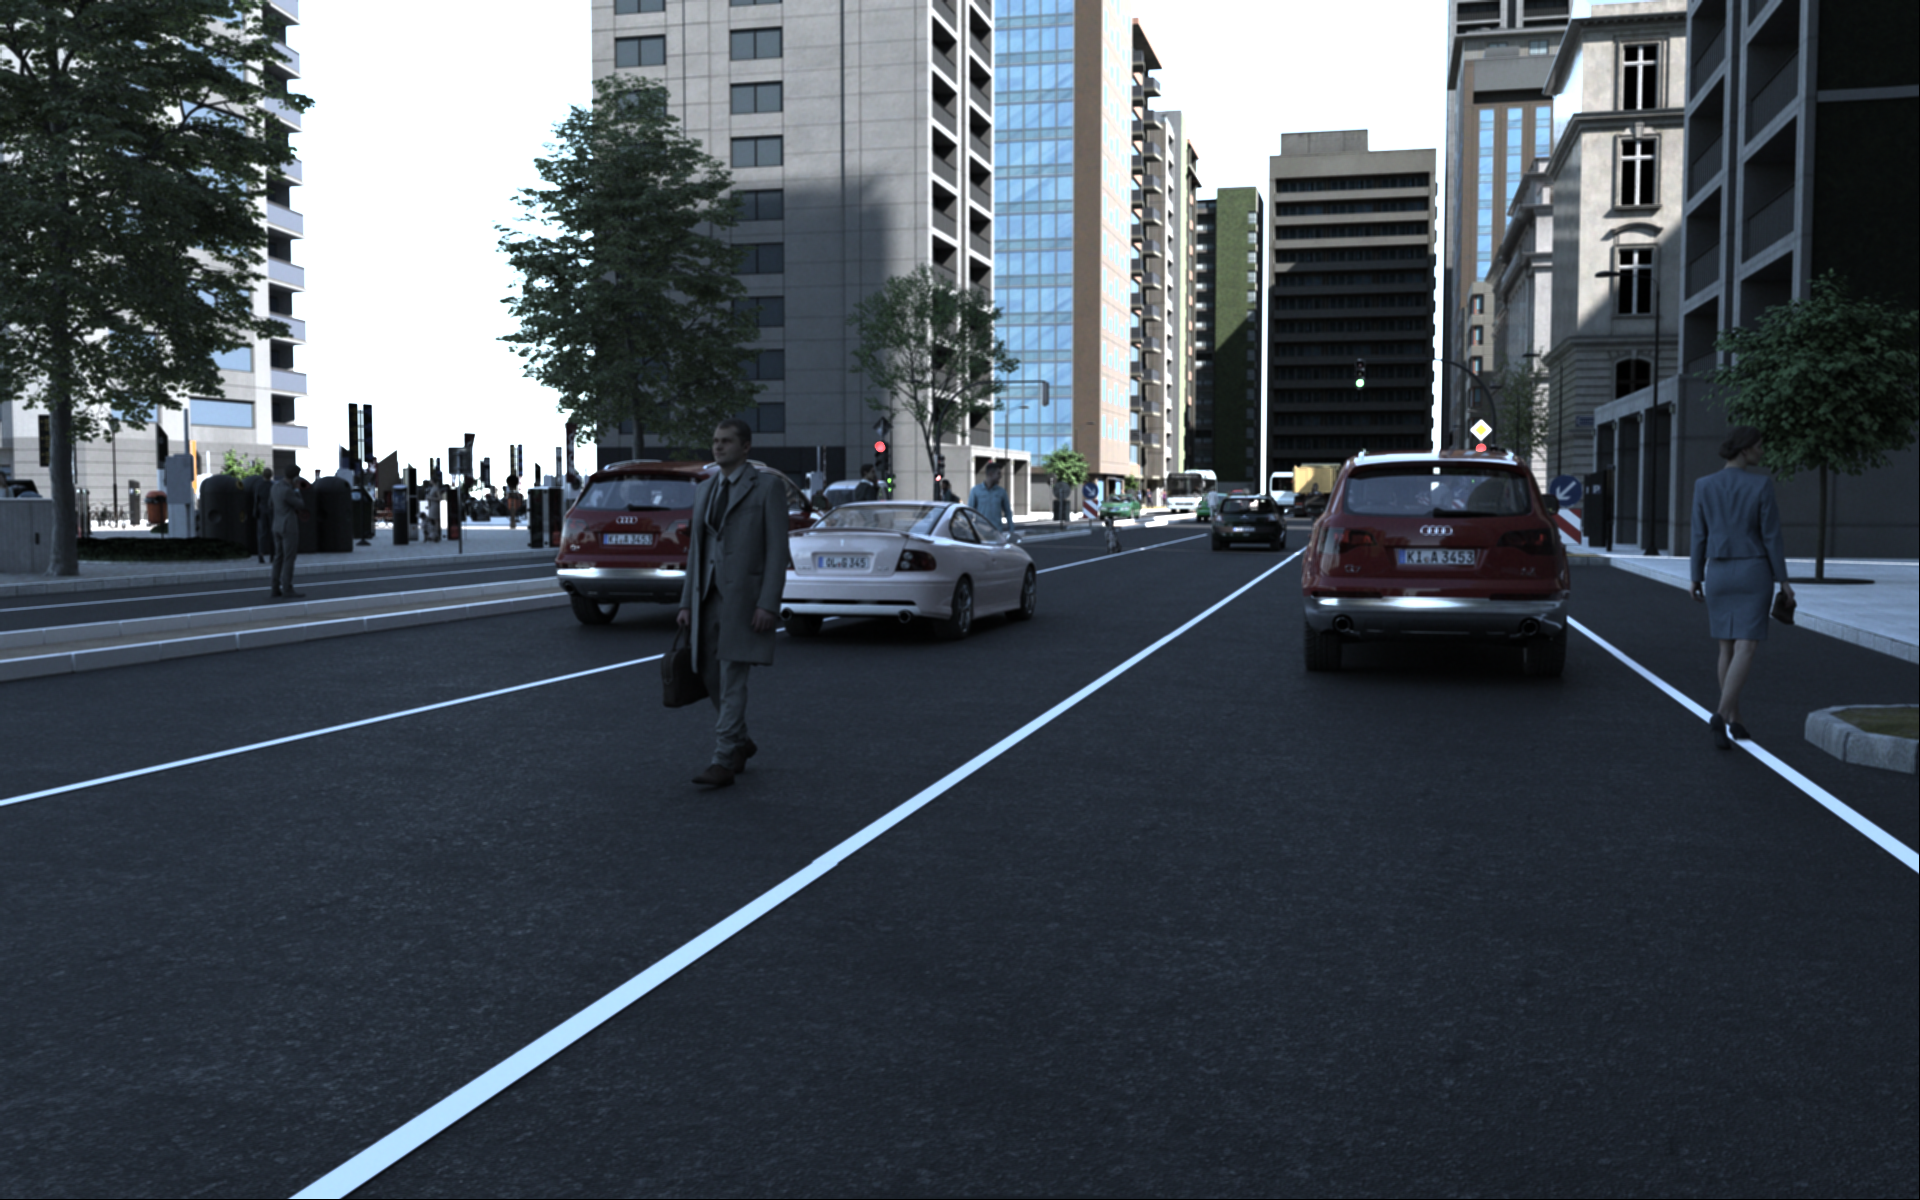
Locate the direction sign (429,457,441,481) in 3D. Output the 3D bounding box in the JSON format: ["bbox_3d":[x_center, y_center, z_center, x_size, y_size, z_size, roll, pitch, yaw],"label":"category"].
[{"bbox_3d":[-31.968,-6.945,105.540,0.876,3.537,0.379,2,4,23],"label":"direction sign"}]

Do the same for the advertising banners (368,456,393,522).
[{"bbox_3d":[-26.426,-5.141,80.240,2.074,3.025,0.090,-2,4,-29],"label":"advertising banners"}]

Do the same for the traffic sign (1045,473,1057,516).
[{"bbox_3d":[5.408,-6.284,102.845,0.768,2.556,0.104,2,4,23],"label":"traffic sign"}]

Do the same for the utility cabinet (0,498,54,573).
[{"bbox_3d":[-15.357,-1.055,28.413,1.020,1.237,0.306,-2,4,-27],"label":"utility cabinet"}]

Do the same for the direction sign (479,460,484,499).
[{"bbox_3d":[-31.246,-7.427,113.425,0.379,3.537,0.876,-3,5,-40],"label":"direction sign"}]

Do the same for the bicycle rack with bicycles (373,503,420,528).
[{"bbox_3d":[-21.990,-3.280,67.013,2.925,0.926,2.852,-2,4,-29],"label":"bicycle rack with bicycles"}]

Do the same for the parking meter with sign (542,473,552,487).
[{"bbox_3d":[-34.609,-9.015,143.662,1.738,3.016,0.543,1,4,22],"label":"parking meter with sign"}]

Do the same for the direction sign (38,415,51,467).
[{"bbox_3d":[-25.865,-3.523,49.603,0.876,3.537,0.379,-1,4,-9],"label":"direction sign"}]

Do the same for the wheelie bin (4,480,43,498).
[{"bbox_3d":[-20.557,-1.835,37.916,0.980,1.594,0.693,0,4,3],"label":"wheelie bin"}]

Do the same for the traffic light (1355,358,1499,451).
[{"bbox_3d":[15.623,-5.091,57.902,4.771,5.953,1.251,1,4,14],"label":"traffic light"}]

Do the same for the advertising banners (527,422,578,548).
[{"bbox_3d":[-9.804,-2.792,41.836,0.090,3.025,2.074,1,4,22],"label":"advertising banners"}]

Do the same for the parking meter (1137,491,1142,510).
[{"bbox_3d":[14.421,-7.999,139.197,0.372,1.533,0.369,0,3,0],"label":"parking meter"}]

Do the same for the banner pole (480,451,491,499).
[{"bbox_3d":[-27.908,-6.833,101.733,0.863,3.779,0.401,-3,5,-43],"label":"banner pole"}]

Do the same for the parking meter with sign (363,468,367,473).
[{"bbox_3d":[-40.197,-7.288,115.426,0.543,3.016,1.738,1,4,18],"label":"parking meter with sign"}]

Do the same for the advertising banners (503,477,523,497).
[{"bbox_3d":[-38.681,-9.396,149.815,2.074,3.025,0.090,1,4,19],"label":"advertising banners"}]

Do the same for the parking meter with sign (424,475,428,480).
[{"bbox_3d":[-47.425,-9.801,156.511,1.738,3.016,0.543,0,4,4],"label":"parking meter with sign"}]

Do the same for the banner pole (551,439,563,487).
[{"bbox_3d":[-18.462,-5.457,79.247,0.401,3.779,0.863,2,4,34],"label":"banner pole"}]

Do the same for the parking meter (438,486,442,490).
[{"bbox_3d":[-39.470,-7.689,131.433,0.255,1.863,0.399,1,4,16],"label":"parking meter"}]

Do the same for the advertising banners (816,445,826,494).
[{"bbox_3d":[-4.887,-3.974,61.162,0.090,3.025,2.074,0,4,4],"label":"advertising banners"}]

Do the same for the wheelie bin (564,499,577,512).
[{"bbox_3d":[-21.484,-5.392,96.067,0.980,1.594,0.693,-1,4,-18],"label":"wheelie bin"}]

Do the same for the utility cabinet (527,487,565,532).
[{"bbox_3d":[-13.687,-2.970,57.243,1.173,1.500,0.318,-2,4,-26],"label":"utility cabinet"}]

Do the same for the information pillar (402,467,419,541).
[{"bbox_3d":[-15.178,-2.650,47.820,0.304,2.012,0.304,3,5,41],"label":"information pillar"}]

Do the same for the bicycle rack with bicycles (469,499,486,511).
[{"bbox_3d":[-32.906,-6.365,117.444,2.925,0.926,2.852,1,4,11],"label":"bicycle rack with bicycles"}]

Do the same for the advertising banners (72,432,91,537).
[{"bbox_3d":[-24.231,-3.147,47.647,0.090,3.025,2.074,-3,4,-38],"label":"advertising banners"}]

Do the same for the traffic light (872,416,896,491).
[{"bbox_3d":[-2.776,-4.504,62.562,0.839,4.253,0.868,1,4,14],"label":"traffic light"}]

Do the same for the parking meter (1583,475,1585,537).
[{"bbox_3d":[18.980,-2.835,52.070,0.255,1.863,0.399,-3,5,-42],"label":"parking meter"}]

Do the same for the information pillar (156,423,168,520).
[{"bbox_3d":[-26.496,-4.049,57.559,0.183,3.616,0.504,1,4,13],"label":"information pillar"}]

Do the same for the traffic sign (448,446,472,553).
[{"bbox_3d":[-10.780,-2.153,37.326,0.606,2.300,0.079,1,4,20],"label":"traffic sign"}]

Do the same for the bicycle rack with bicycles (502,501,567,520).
[{"bbox_3d":[-21.235,-4.463,86.353,2.925,0.926,2.852,-3,4,-38],"label":"bicycle rack with bicycles"}]

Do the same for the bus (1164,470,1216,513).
[{"bbox_3d":[17.470,-8.293,130.458,2.948,3.499,13.247,1,4,13],"label":"bus"}]

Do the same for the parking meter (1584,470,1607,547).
[{"bbox_3d":[15.467,-2.220,42.005,0.399,1.863,0.255,3,5,43],"label":"parking meter"}]

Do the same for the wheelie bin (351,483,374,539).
[{"bbox_3d":[-17.161,-2.555,49.682,0.693,1.594,0.980,-1,4,-17],"label":"wheelie bin"}]

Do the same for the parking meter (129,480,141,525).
[{"bbox_3d":[-34.011,-4.017,71.382,0.399,1.863,0.255,2,4,24],"label":"parking meter"}]

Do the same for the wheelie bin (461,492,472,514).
[{"bbox_3d":[-31.563,-6.257,110.207,0.980,1.594,0.693,0,4,2],"label":"wheelie bin"}]

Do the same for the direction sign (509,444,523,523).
[{"bbox_3d":[-19.958,-5.258,77.970,0.876,3.537,0.379,2,4,34],"label":"direction sign"}]

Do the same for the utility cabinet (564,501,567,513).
[{"bbox_3d":[-22.460,-5.303,97.858,0.306,1.237,1.020,-2,4,-35],"label":"utility cabinet"}]

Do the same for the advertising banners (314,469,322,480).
[{"bbox_3d":[-44.733,-7.495,118.723,2.074,3.025,0.090,-3,5,-43],"label":"advertising banners"}]

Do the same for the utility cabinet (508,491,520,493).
[{"bbox_3d":[-32.829,-7.267,127.500,0.318,1.500,1.173,-3,5,-42],"label":"utility cabinet"}]

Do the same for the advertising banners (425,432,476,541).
[{"bbox_3d":[-14.219,-3.199,48.496,0.090,3.025,2.074,2,4,25],"label":"advertising banners"}]

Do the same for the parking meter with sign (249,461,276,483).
[{"bbox_3d":[-36.281,-5.786,90.861,1.738,3.016,0.543,-3,5,-42],"label":"parking meter with sign"}]

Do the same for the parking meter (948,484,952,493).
[{"bbox_3d":[-0.634,-4.855,85.093,0.399,1.863,0.255,-3,4,-37],"label":"parking meter"}]

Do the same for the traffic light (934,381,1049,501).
[{"bbox_3d":[1.193,-5.821,69.846,4.771,5.953,1.251,1,4,14],"label":"traffic light"}]

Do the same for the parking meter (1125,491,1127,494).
[{"bbox_3d":[13.252,-7.868,137.045,0.372,1.533,0.369,0,3,0],"label":"parking meter"}]

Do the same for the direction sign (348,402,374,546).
[{"bbox_3d":[-14.923,-3.132,43.200,0.379,3.537,0.876,1,4,21],"label":"direction sign"}]

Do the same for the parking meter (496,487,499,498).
[{"bbox_3d":[-40.736,-8.972,152.405,0.255,1.863,0.399,0,4,-8],"label":"parking meter"}]

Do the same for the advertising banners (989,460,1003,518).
[{"bbox_3d":[1.831,-5.693,89.266,0.090,3.025,2.074,1,4,21],"label":"advertising banners"}]

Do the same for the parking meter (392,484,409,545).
[{"bbox_3d":[-14.180,-2.170,43.884,0.372,1.533,0.369,0,3,0],"label":"parking meter"}]

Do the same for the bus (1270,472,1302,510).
[{"bbox_3d":[29.473,-9.733,153.999,2.948,3.499,13.247,1,4,15],"label":"bus"}]

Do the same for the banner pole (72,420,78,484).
[{"bbox_3d":[-26.194,-3.728,50.974,0.401,3.779,0.863,0,3,0],"label":"banner pole"}]

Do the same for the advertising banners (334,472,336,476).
[{"bbox_3d":[-49.985,-8.649,137.606,0.090,3.025,2.074,1,4,15],"label":"advertising banners"}]

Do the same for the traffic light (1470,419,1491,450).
[{"bbox_3d":[19.592,-4.671,65.293,0.839,4.253,0.868,1,4,14],"label":"traffic light"}]
